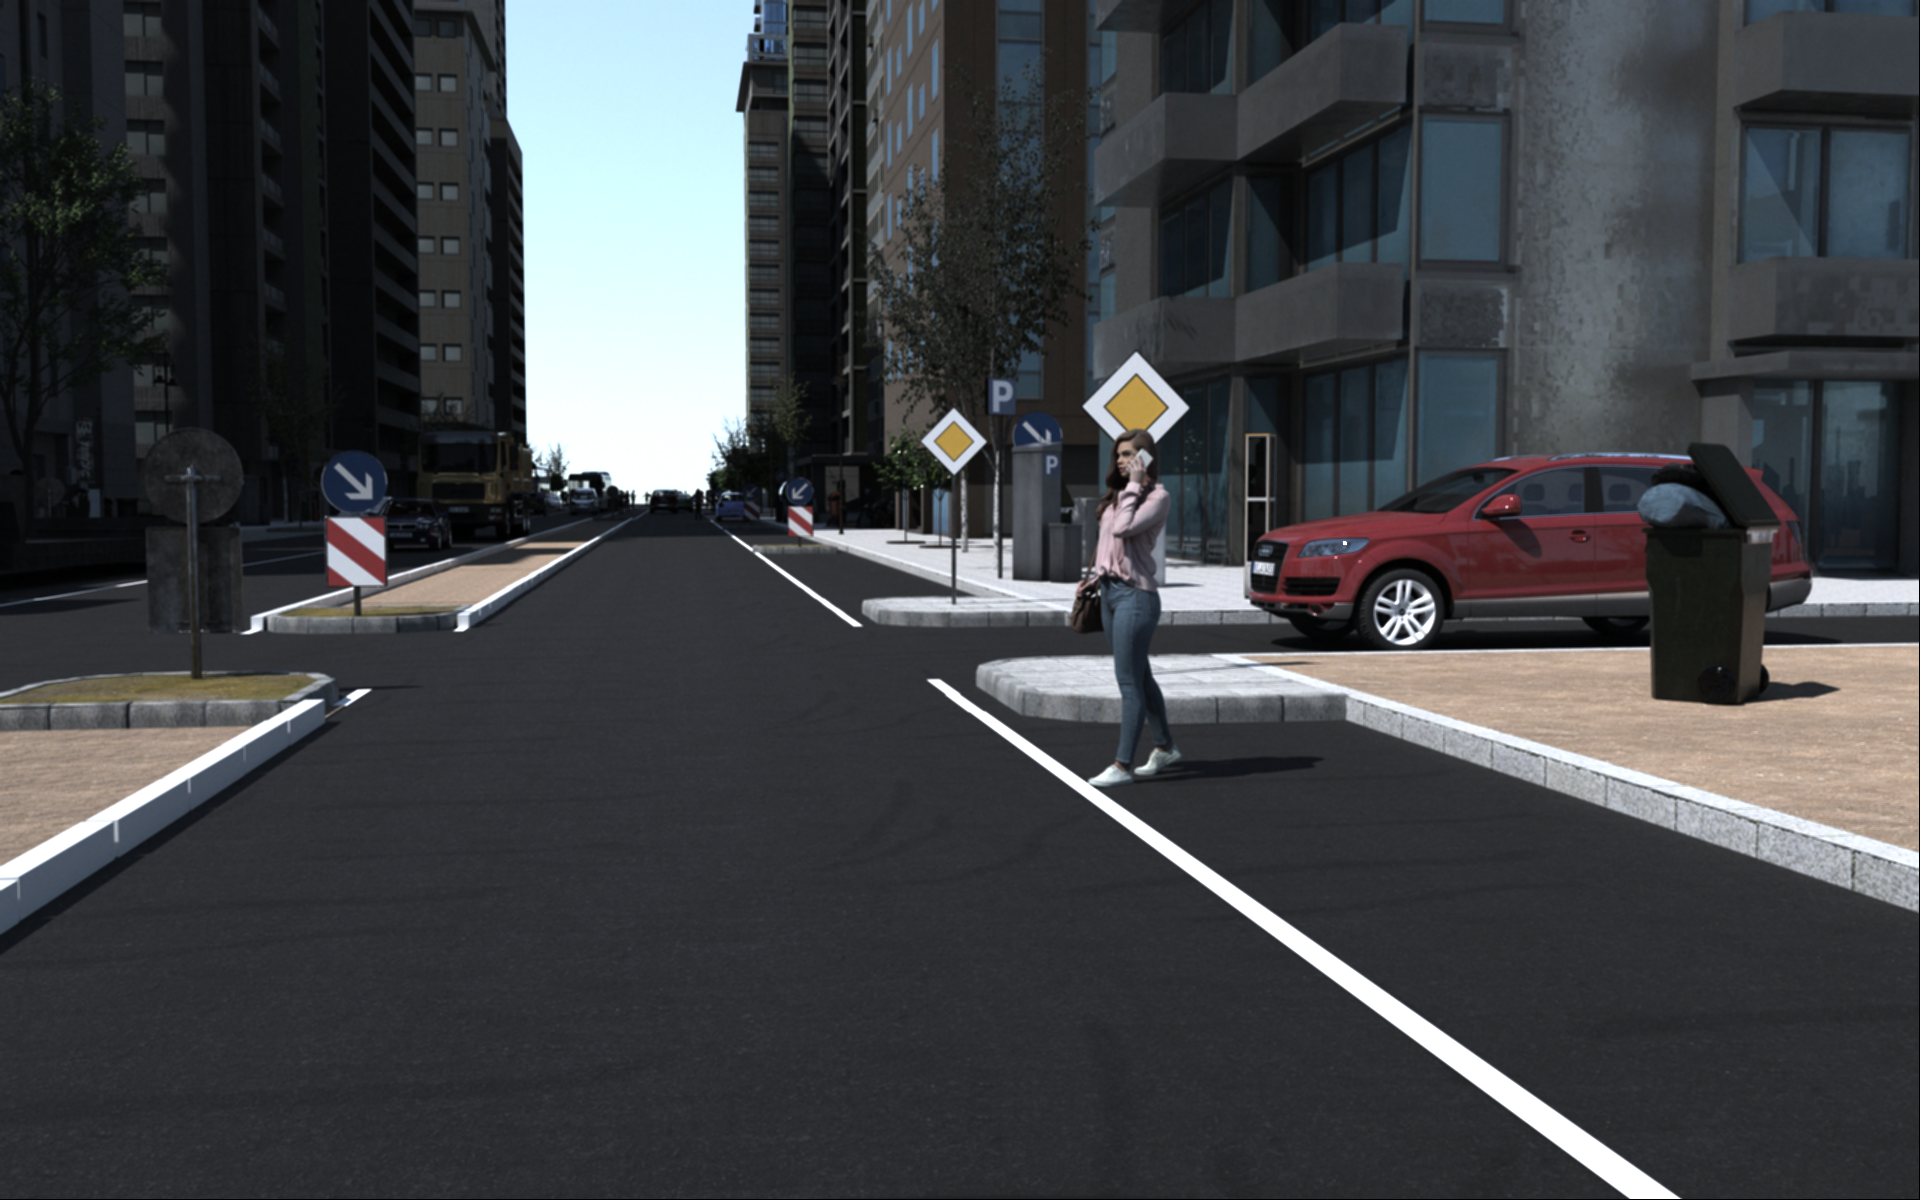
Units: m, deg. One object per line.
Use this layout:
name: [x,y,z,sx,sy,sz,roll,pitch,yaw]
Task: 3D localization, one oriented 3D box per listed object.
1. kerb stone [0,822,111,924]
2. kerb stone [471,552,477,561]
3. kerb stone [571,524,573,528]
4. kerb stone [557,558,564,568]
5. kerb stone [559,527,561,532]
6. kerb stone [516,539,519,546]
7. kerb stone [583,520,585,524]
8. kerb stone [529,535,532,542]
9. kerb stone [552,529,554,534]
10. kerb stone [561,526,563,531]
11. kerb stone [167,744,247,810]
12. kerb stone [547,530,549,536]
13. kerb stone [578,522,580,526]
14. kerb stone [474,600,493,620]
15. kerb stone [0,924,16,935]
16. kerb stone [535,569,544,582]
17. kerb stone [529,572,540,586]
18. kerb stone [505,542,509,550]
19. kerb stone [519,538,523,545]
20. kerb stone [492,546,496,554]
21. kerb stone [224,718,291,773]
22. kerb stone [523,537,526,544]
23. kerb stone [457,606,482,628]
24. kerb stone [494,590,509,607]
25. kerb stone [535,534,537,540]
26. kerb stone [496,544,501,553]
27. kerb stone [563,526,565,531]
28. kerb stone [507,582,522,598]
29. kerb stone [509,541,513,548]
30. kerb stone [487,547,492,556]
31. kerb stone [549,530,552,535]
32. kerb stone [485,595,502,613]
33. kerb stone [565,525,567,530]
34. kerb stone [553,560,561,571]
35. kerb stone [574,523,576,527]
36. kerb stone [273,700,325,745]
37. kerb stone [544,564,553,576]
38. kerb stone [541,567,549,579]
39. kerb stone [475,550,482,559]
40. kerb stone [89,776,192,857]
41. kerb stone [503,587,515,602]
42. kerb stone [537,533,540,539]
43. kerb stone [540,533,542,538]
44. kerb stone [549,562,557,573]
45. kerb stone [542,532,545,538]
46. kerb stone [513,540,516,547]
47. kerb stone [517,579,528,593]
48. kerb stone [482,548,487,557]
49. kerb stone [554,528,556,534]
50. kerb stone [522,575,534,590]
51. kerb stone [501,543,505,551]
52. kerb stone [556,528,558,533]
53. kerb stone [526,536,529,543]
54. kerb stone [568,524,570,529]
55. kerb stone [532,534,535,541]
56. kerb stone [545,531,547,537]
kerb stone: [-3.295,0.973,6.292,0.120,0.150,1.000,-1,4,-9]
kerb stone: [-10.456,-0.893,36.841,0.120,0.150,1.000,-1,4,-9]
kerb stone: [-16.119,-2.998,71.210,0.120,0.150,1.000,-1,4,-9]
kerb stone: [-7.717,-0.668,33.117,0.120,0.150,1.000,-1,4,-9]
kerb stone: [-14.958,-2.566,64.143,0.120,0.150,1.000,-1,4,-9]
kerb stone: [-12.120,-1.513,46.951,0.120,0.150,1.000,-1,4,-9]
kerb stone: [-17.613,-3.554,80.307,0.120,0.150,1.000,-1,4,-9]
kerb stone: [-12.782,-1.761,50.988,0.120,0.150,1.000,-1,4,-9]
kerb stone: [-14.289,-2.318,60.102,0.120,0.150,1.000,-1,4,-9]
kerb stone: [-15.123,-2.626,65.160,0.120,0.150,1.000,-1,4,-9]
kerb stone: [-3.622,0.849,8.317,0.120,0.150,1.000,-1,4,-9]
kerb stone: [-13.957,-2.192,58.077,0.120,0.150,1.000,-1,4,-9]
kerb stone: [-16.948,-3.307,76.263,0.120,0.150,1.000,-1,4,-9]
kerb stone: [-5.544,0.134,20.002,0.120,0.150,1.000,-1,4,-9]
kerb stone: [-3.124,1.041,5.284,0.120,0.150,1.000,-1,4,-9]
kerb stone: [-6.884,-0.359,28.073,0.120,0.150,1.000,-1,4,-9]
kerb stone: [-6.705,-0.295,27.067,0.120,0.150,1.000,-1,4,-9]
kerb stone: [-11.620,-1.329,43.922,0.120,0.150,1.000,-1,4,-9]
kerb stone: [-12.289,-1.576,47.959,0.120,0.150,1.000,-1,4,-9]
kerb stone: [-11.119,-1.144,40.893,0.120,0.150,1.000,-1,4,-9]
kerb stone: [-3.792,0.787,9.329,0.120,0.150,1.000,-1,4,-9]
kerb stone: [-12.457,-1.637,48.967,0.120,0.150,1.000,-1,4,-9]
kerb stone: [-5.387,0.201,18.988,0.120,0.150,1.000,-1,4,-9]
kerb stone: [-5.876,0.011,22.019,0.120,0.150,1.000,-1,4,-9]
kerb stone: [-13.112,-1.885,53.010,0.120,0.150,1.000,-1,4,-9]
kerb stone: [-11.288,-1.205,41.902,0.120,0.150,1.000,-1,4,-9]
kerb stone: [-15.285,-2.689,66.169,0.120,0.150,1.000,-1,4,-9]
kerb stone: [-6.220,-0.112,24.038,0.120,0.150,1.000,-1,4,-9]
kerb stone: [-11.782,-1.390,44.931,0.120,0.150,1.000,-1,4,-9]
kerb stone: [-10.957,-1.082,39.878,0.120,0.150,1.000,-1,4,-9]
kerb stone: [-14.119,-2.257,59.090,0.120,0.150,1.000,-1,4,-9]
kerb stone: [-5.704,0.072,21.012,0.120,0.150,1.000,-1,4,-9]
kerb stone: [-15.449,-2.750,67.177,0.120,0.150,1.000,-1,4,-9]
kerb stone: [-7.547,-0.606,32.110,0.120,0.150,1.000,-1,4,-9]
kerb stone: [-16.451,-3.120,73.238,0.120,0.150,1.000,-1,4,-9]
kerb stone: [-3.954,0.728,10.341,0.120,0.150,1.000,-1,4,-9]
kerb stone: [-7.209,-0.482,30.094,0.120,0.150,1.000,-1,4,-9]
kerb stone: [-7.045,-0.419,29.083,0.120,0.150,1.000,-1,4,-9]
kerb stone: [-10.620,-0.954,37.857,0.120,0.150,1.000,-1,4,-9]
kerb stone: [-3.457,0.911,7.308,0.120,0.150,1.000,-1,4,-9]
kerb stone: [-6.053,-0.044,23.030,0.120,0.150,1.000,-1,4,-9]
kerb stone: [-13.285,-1.945,54.020,0.120,0.150,1.000,-1,4,-9]
kerb stone: [-13.455,-2.009,55.038,0.120,0.150,1.000,-1,4,-9]
kerb stone: [-7.380,-0.538,31.102,0.120,0.150,1.000,-1,4,-9]
kerb stone: [-13.617,-2.070,56.047,0.120,0.150,1.000,-1,4,-9]
kerb stone: [-11.952,-1.452,45.942,0.120,0.150,1.000,-1,4,-9]
kerb stone: [-6.385,-0.174,25.046,0.120,0.150,1.000,-1,4,-9]
kerb stone: [-10.791,-1.020,38.870,0.120,0.150,1.000,-1,4,-9]
kerb stone: [-14.460,-2.378,61.117,0.120,0.150,1.000,-1,4,-9]
kerb stone: [-6.545,-0.236,26.056,0.120,0.150,1.000,-1,4,-9]
kerb stone: [-11.454,-1.267,42.910,0.120,0.150,1.000,-1,4,-9]
kerb stone: [-14.617,-2.442,62.128,0.120,0.150,1.000,-1,4,-9]
kerb stone: [-12.621,-1.699,49.979,0.120,0.150,1.000,-1,4,-9]
kerb stone: [-15.784,-2.875,69.194,0.120,0.150,1.000,-1,4,-9]
kerb stone: [-12.949,-1.823,51.997,0.120,0.150,1.000,-1,4,-9]
kerb stone: [-13.786,-2.127,57.055,0.120,0.150,1.000,-1,4,-9]
